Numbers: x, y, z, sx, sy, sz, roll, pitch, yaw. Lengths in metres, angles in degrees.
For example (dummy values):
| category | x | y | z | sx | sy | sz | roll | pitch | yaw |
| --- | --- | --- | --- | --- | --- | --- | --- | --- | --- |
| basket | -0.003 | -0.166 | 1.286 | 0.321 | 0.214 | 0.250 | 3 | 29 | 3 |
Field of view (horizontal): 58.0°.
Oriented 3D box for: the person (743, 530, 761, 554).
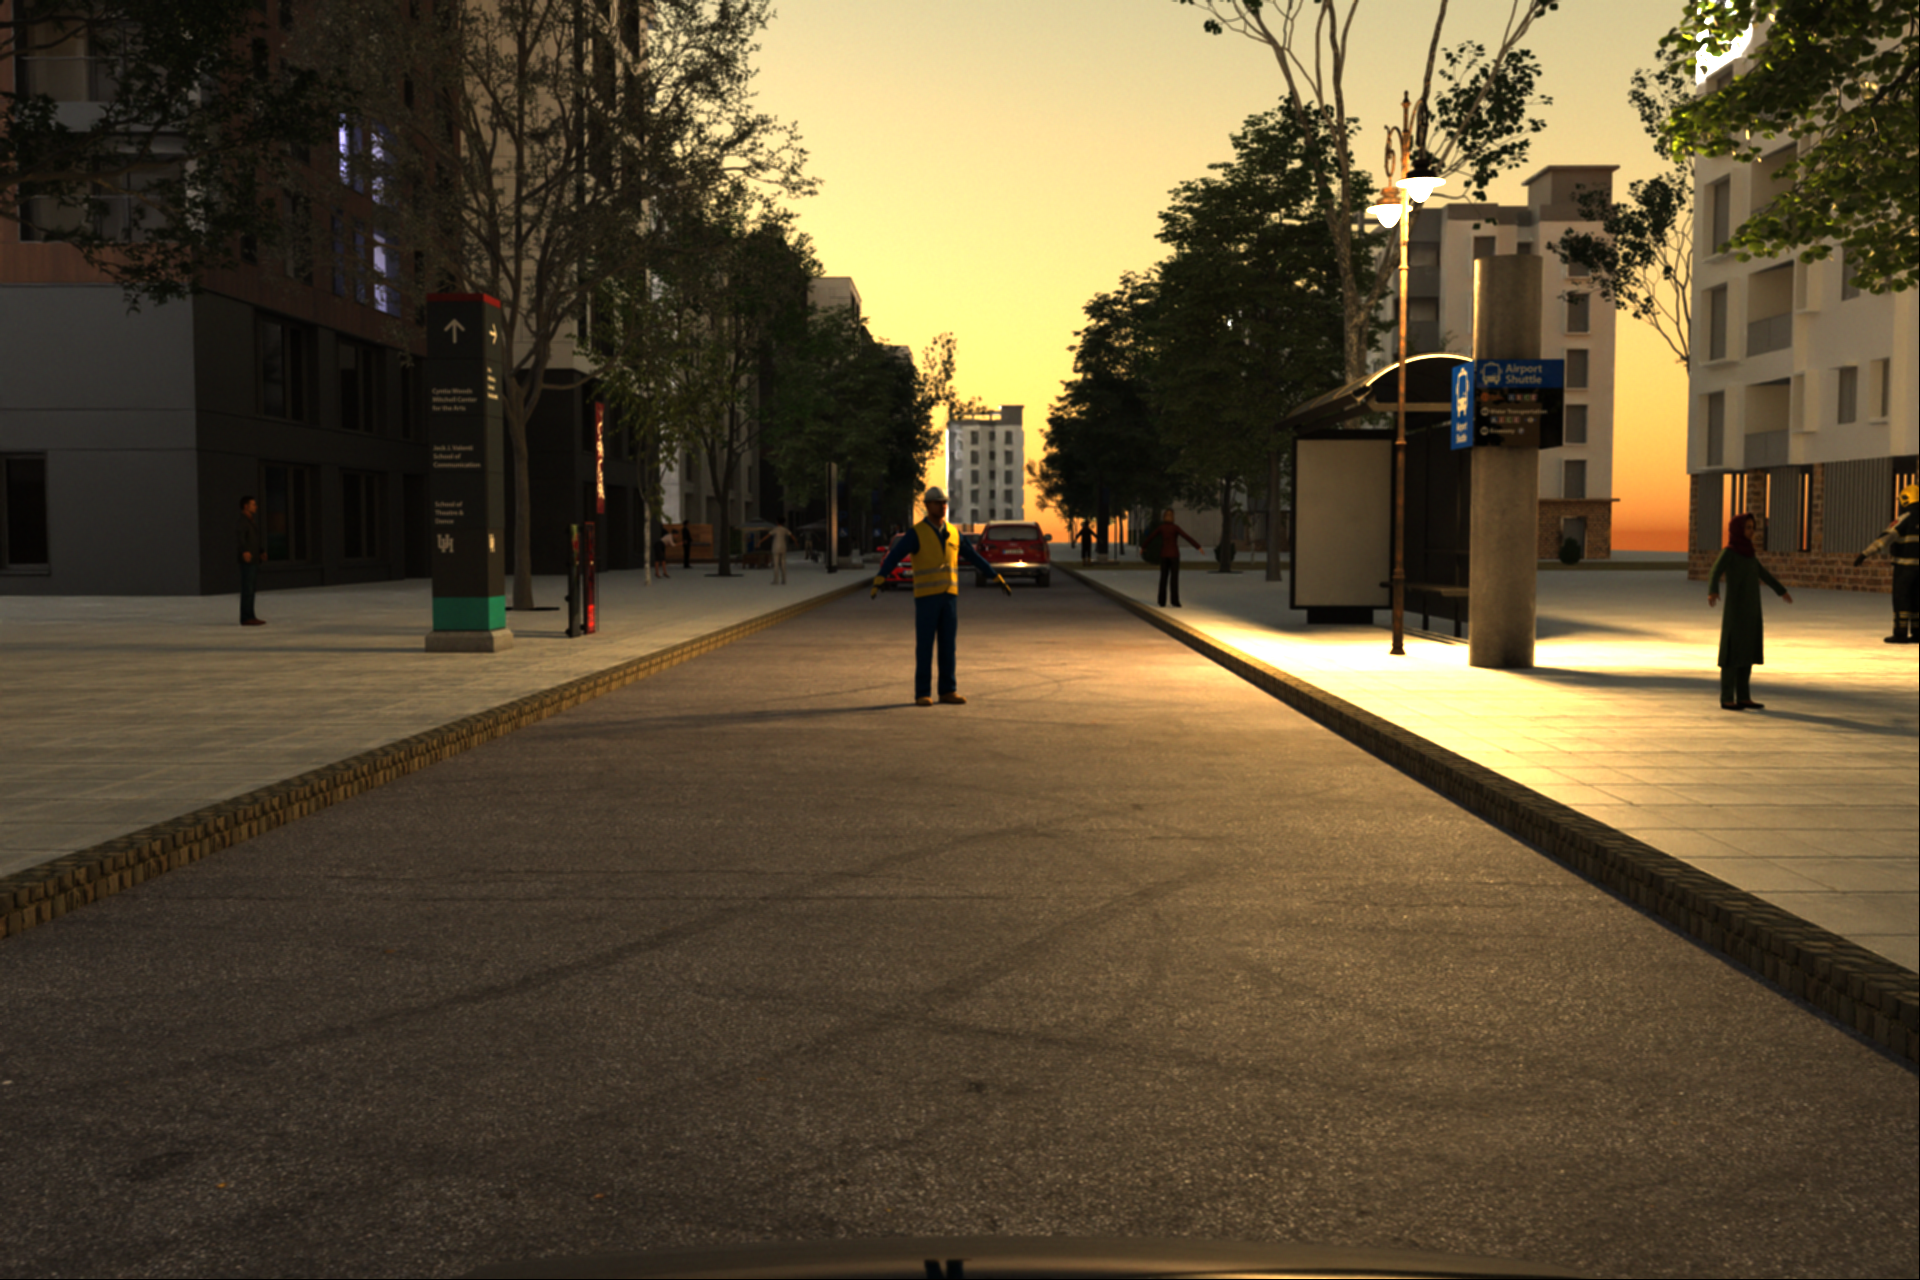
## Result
| category | x | y | z | sx | sy | sz | roll | pitch | yaw |
| --- | --- | --- | --- | --- | --- | --- | --- | --- | --- |
| person | -10.477 | -4.957 | 86.906 | 0.705 | 1.847 | 1.347 | 2 | 4 | 33 |

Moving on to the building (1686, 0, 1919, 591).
| category | x | y | z | sx | sy | sz | roll | pitch | yaw |
| --- | --- | --- | --- | --- | --- | --- | --- | --- | --- |
| building | 25.165 | -11.566 | 45.532 | 16.016 | 20.090 | 11.380 | 0 | 4 | 1 |

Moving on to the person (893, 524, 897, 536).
| category | x | y | z | sx | sy | sz | roll | pitch | yaw |
| --- | --- | --- | --- | --- | --- | --- | --- | --- | --- |
| person | -3.184 | -5.019 | 88.526 | 0.721 | 1.772 | 1.216 | 0 | 4 | 3 |

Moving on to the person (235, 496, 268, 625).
| category | x | y | z | sx | sy | sz | roll | pitch | yaw |
| --- | --- | --- | --- | --- | --- | --- | --- | --- | --- |
| person | -10.004 | -1.123 | 24.427 | 0.705 | 1.821 | 1.348 | -1 | 4 | -12 |

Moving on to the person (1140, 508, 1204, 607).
| category | x | y | z | sx | sy | sz | roll | pitch | yaw |
| --- | --- | --- | --- | --- | --- | --- | --- | --- | --- |
| person | 3.708 | -1.443 | 30.404 | 1.215 | 1.729 | 0.721 | 2 | 4 | 31 |

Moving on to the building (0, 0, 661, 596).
| category | x | y | z | sx | sy | sz | roll | pitch | yaw |
| --- | --- | --- | --- | --- | --- | --- | --- | --- | --- |
| building | -25.924 | -12.690 | 51.462 | 27.936 | 21.610 | 32.646 | 0 | 4 | 1 |

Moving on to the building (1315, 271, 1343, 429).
| category | x | y | z | sx | sy | sz | roll | pitch | yaw |
| --- | --- | --- | --- | --- | --- | --- | --- | --- | --- |
| building | 29.484 | -16.011 | 118.198 | 16.016 | 20.090 | 11.380 | 0 | 4 | 1 |

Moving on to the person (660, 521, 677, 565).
| category | x | y | z | sx | sy | sz | roll | pitch | yaw |
| --- | --- | --- | --- | --- | --- | --- | --- | --- | --- |
| person | -12.312 | -3.997 | 71.134 | 1.354 | 1.856 | 0.705 | 0 | 4 | -2 |

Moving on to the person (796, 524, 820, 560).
| category | x | y | z | sx | sy | sz | roll | pitch | yaw |
| --- | --- | --- | --- | --- | --- | --- | --- | --- | --- |
| person | -7.572 | -4.914 | 86.608 | 1.348 | 1.796 | 0.705 | 1 | 4 | 20 |

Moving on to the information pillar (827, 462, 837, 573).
| category | x | y | z | sx | sy | sz | roll | pitch | yaw |
| --- | --- | --- | --- | --- | --- | --- | --- | --- | --- |
| information pillar | -4.242 | -4.044 | 57.440 | 0.184 | 3.620 | 1.656 | 0 | 4 | 2 |

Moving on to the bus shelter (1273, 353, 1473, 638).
| category | x | y | z | sx | sy | sz | roll | pitch | yaw |
| --- | --- | --- | --- | --- | --- | --- | --- | --- | --- |
| bus shelter | 5.439 | -1.727 | 22.154 | 2.014 | 3.302 | 5.546 | 0 | 4 | 1 |

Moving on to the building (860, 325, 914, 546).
| category | x | y | z | sx | sy | sz | roll | pitch | yaw |
| --- | --- | --- | --- | --- | --- | --- | --- | --- | --- |
| building | -19.593 | -20.917 | 185.961 | 27.936 | 21.610 | 32.646 | 0 | 4 | 1 |

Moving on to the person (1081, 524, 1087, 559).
| category | x | y | z | sx | sy | sz | roll | pitch | yaw |
| --- | --- | --- | --- | --- | --- | --- | --- | --- | --- |
| person | 6.452 | -5.123 | 89.883 | 0.705 | 1.813 | 1.348 | 0 | 4 | -2 |

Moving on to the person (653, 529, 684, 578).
| category | x | y | z | sx | sy | sz | roll | pitch | yaw |
| --- | --- | --- | --- | --- | --- | --- | --- | --- | --- |
| person | -8.570 | -2.534 | 50.660 | 0.628 | 1.438 | 0.799 | 3 | 4 | 37 |

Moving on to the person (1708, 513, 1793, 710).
| category | x | y | z | sx | sy | sz | roll | pitch | yaw |
| --- | --- | --- | --- | --- | --- | --- | --- | --- | --- |
| person | 5.762 | -0.211 | 12.661 | 0.989 | 1.438 | 0.599 | -2 | 4 | -34 |

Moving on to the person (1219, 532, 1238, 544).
| category | x | y | z | sx | sy | sz | roll | pitch | yaw |
| --- | --- | --- | --- | --- | --- | --- | --- | --- | --- |
| person | 15.556 | -5.724 | 100.396 | 1.217 | 1.733 | 0.721 | 2 | 4 | 35 |

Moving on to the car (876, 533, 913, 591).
| category | x | y | z | sx | sy | sz | roll | pitch | yaw |
| --- | --- | --- | --- | --- | --- | --- | --- | --- | --- |
| car | -1.071 | -2.216 | 45.276 | 2.155 | 1.783 | 4.494 | 0 | 4 | 2 |

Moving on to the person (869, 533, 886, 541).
| category | x | y | z | sx | sy | sz | roll | pitch | yaw |
| --- | --- | --- | --- | --- | --- | --- | --- | --- | --- |
| person | -4.388 | -5.351 | 93.681 | 0.705 | 1.806 | 1.347 | -3 | 5 | -43 |

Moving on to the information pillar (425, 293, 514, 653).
| category | x | y | z | sx | sy | sz | roll | pitch | yaw |
| --- | --- | --- | --- | --- | --- | --- | --- | --- | --- |
| information pillar | -5.402 | -1.811 | 18.983 | 0.750 | 3.857 | 0.750 | 0 | 4 | 2 |

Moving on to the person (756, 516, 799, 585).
| category | x | y | z | sx | sy | sz | roll | pitch | yaw |
| --- | --- | --- | --- | --- | --- | --- | --- | --- | --- |
| person | -4.640 | -2.286 | 44.146 | 1.217 | 1.739 | 0.721 | -2 | 4 | -34 |

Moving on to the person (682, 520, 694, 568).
| category | x | y | z | sx | sy | sz | roll | pitch | yaw |
| --- | --- | --- | --- | --- | --- | --- | --- | --- | --- |
| person | -10.261 | -3.610 | 65.213 | 0.705 | 1.806 | 1.347 | 0 | 4 | 3 |

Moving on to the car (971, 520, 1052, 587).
| category | x | y | z | sx | sy | sz | roll | pitch | yaw |
| --- | --- | --- | --- | --- | --- | --- | --- | --- | --- |
| car | 1.450 | -2.427 | 48.361 | 2.281 | 1.827 | 5.304 | 0 | 4 | 1 |

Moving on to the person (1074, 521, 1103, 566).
| category | x | y | z | sx | sy | sz | roll | pitch | yaw |
| --- | --- | --- | --- | --- | --- | --- | --- | --- | --- |
| person | 5.072 | -3.845 | 69.011 | 1.346 | 1.812 | 0.704 | 3 | 4 | 37 |

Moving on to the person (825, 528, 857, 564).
| category | x | y | z | sx | sy | sz | roll | pitch | yaw |
| --- | --- | --- | --- | --- | --- | --- | --- | --- | --- |
| person | -4.825 | -3.930 | 70.473 | 1.346 | 1.802 | 0.704 | -1 | 4 | -12 |

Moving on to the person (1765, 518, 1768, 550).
| category | x | y | z | sx | sy | sz | roll | pitch | yaw |
| --- | --- | --- | --- | --- | --- | --- | --- | --- | --- |
| person | 23.241 | -2.657 | 50.044 | 0.434 | 1.755 | 0.990 | -2 | 4 | -27 |

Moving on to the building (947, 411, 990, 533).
| category | x | y | z | sx | sy | sz | roll | pitch | yaw |
| --- | --- | --- | --- | --- | --- | --- | --- | --- | --- |
| building | -1.659 | -24.426 | 258.249 | 11.380 | 20.090 | 16.016 | 0 | 4 | 2 |

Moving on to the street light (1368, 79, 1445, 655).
| category | x | y | z | sx | sy | sz | roll | pitch | yaw |
| --- | --- | --- | --- | --- | --- | --- | --- | --- | --- |
| street light | 4.652 | -2.780 | 18.234 | 0.468 | 5.910 | 1.993 | 0 | 4 | 2 |

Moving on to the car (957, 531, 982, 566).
| category | x | y | z | sx | sy | sz | roll | pitch | yaw |
| --- | --- | --- | --- | --- | --- | --- | --- | --- | --- |
| car | 0.283 | -3.705 | 69.618 | 2.155 | 1.783 | 4.494 | 0 | 4 | 1 |

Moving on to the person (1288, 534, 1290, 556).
| category | x | y | z | sx | sy | sz | roll | pitch | yaw |
| --- | --- | --- | --- | --- | --- | --- | --- | --- | --- |
| person | 19.074 | -5.733 | 99.671 | 0.705 | 1.837 | 1.347 | 0 | 4 | 1 |

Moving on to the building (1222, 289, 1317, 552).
| category | x | y | z | sx | sy | sz | roll | pitch | yaw |
| --- | --- | --- | --- | --- | --- | --- | --- | --- | --- |
| building | 25.696 | -17.024 | 134.754 | 16.016 | 20.090 | 11.380 | 0 | 4 | 1 |

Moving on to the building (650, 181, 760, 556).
| category | x | y | z | sx | sy | sz | roll | pitch | yaw |
| --- | --- | --- | --- | --- | --- | --- | --- | --- | --- |
| building | -21.925 | -14.271 | 99.790 | 16.747 | 18.905 | 31.486 | 0 | 4 | 0 |

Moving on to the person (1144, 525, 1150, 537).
| category | x | y | z | sx | sy | sz | roll | pitch | yaw |
| --- | --- | --- | --- | --- | --- | --- | --- | --- | --- |
| person | 10.698 | -5.646 | 98.440 | 0.704 | 1.817 | 1.347 | -1 | 4 | -20 |

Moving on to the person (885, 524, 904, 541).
| category | x | y | z | sx | sy | sz | roll | pitch | yaw |
| --- | --- | --- | --- | --- | --- | --- | --- | --- | --- |
| person | -2.837 | -4.413 | 78.869 | 1.216 | 1.740 | 0.721 | 1 | 4 | 18 |

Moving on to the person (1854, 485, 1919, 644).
| category | x | y | z | sx | sy | sz | roll | pitch | yaw |
| --- | --- | --- | --- | --- | --- | --- | --- | --- | --- |
| person | 11.131 | -0.891 | 20.330 | 1.351 | 1.858 | 0.704 | -1 | 4 | -15 |

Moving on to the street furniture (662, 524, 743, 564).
| category | x | y | z | sx | sy | sz | roll | pitch | yaw |
| --- | --- | --- | --- | --- | --- | --- | --- | --- | --- |
| street furniture | -14.483 | -4.327 | 77.599 | 11.010 | 1.723 | 9.812 | -2 | 4 | -34 |

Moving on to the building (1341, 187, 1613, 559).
| category | x | y | z | sx | sy | sz | roll | pitch | yaw |
| --- | --- | --- | --- | --- | --- | --- | --- | --- | --- |
| building | 27.693 | -14.973 | 101.221 | 16.016 | 20.090 | 11.380 | 0 | 4 | 1 |

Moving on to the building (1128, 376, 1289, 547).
| category | x | y | z | sx | sy | sz | roll | pitch | yaw |
| --- | --- | --- | --- | --- | --- | --- | --- | --- | --- |
| building | 27.566 | -19.583 | 186.646 | 16.747 | 18.905 | 31.486 | 0 | 4 | 2 |

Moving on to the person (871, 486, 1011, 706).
| category | x | y | z | sx | sy | sz | roll | pitch | yaw |
| --- | --- | --- | --- | --- | --- | --- | --- | --- | --- |
| person | -0.187 | -0.376 | 14.569 | 1.349 | 1.833 | 0.705 | -2 | 4 | -32 |

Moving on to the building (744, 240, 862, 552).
| category | x | y | z | sx | sy | sz | roll | pitch | yaw |
| --- | --- | --- | --- | --- | --- | --- | --- | --- | --- |
| building | -22.637 | -17.851 | 135.841 | 27.936 | 21.610 | 32.646 | 0 | 4 | 0 |
